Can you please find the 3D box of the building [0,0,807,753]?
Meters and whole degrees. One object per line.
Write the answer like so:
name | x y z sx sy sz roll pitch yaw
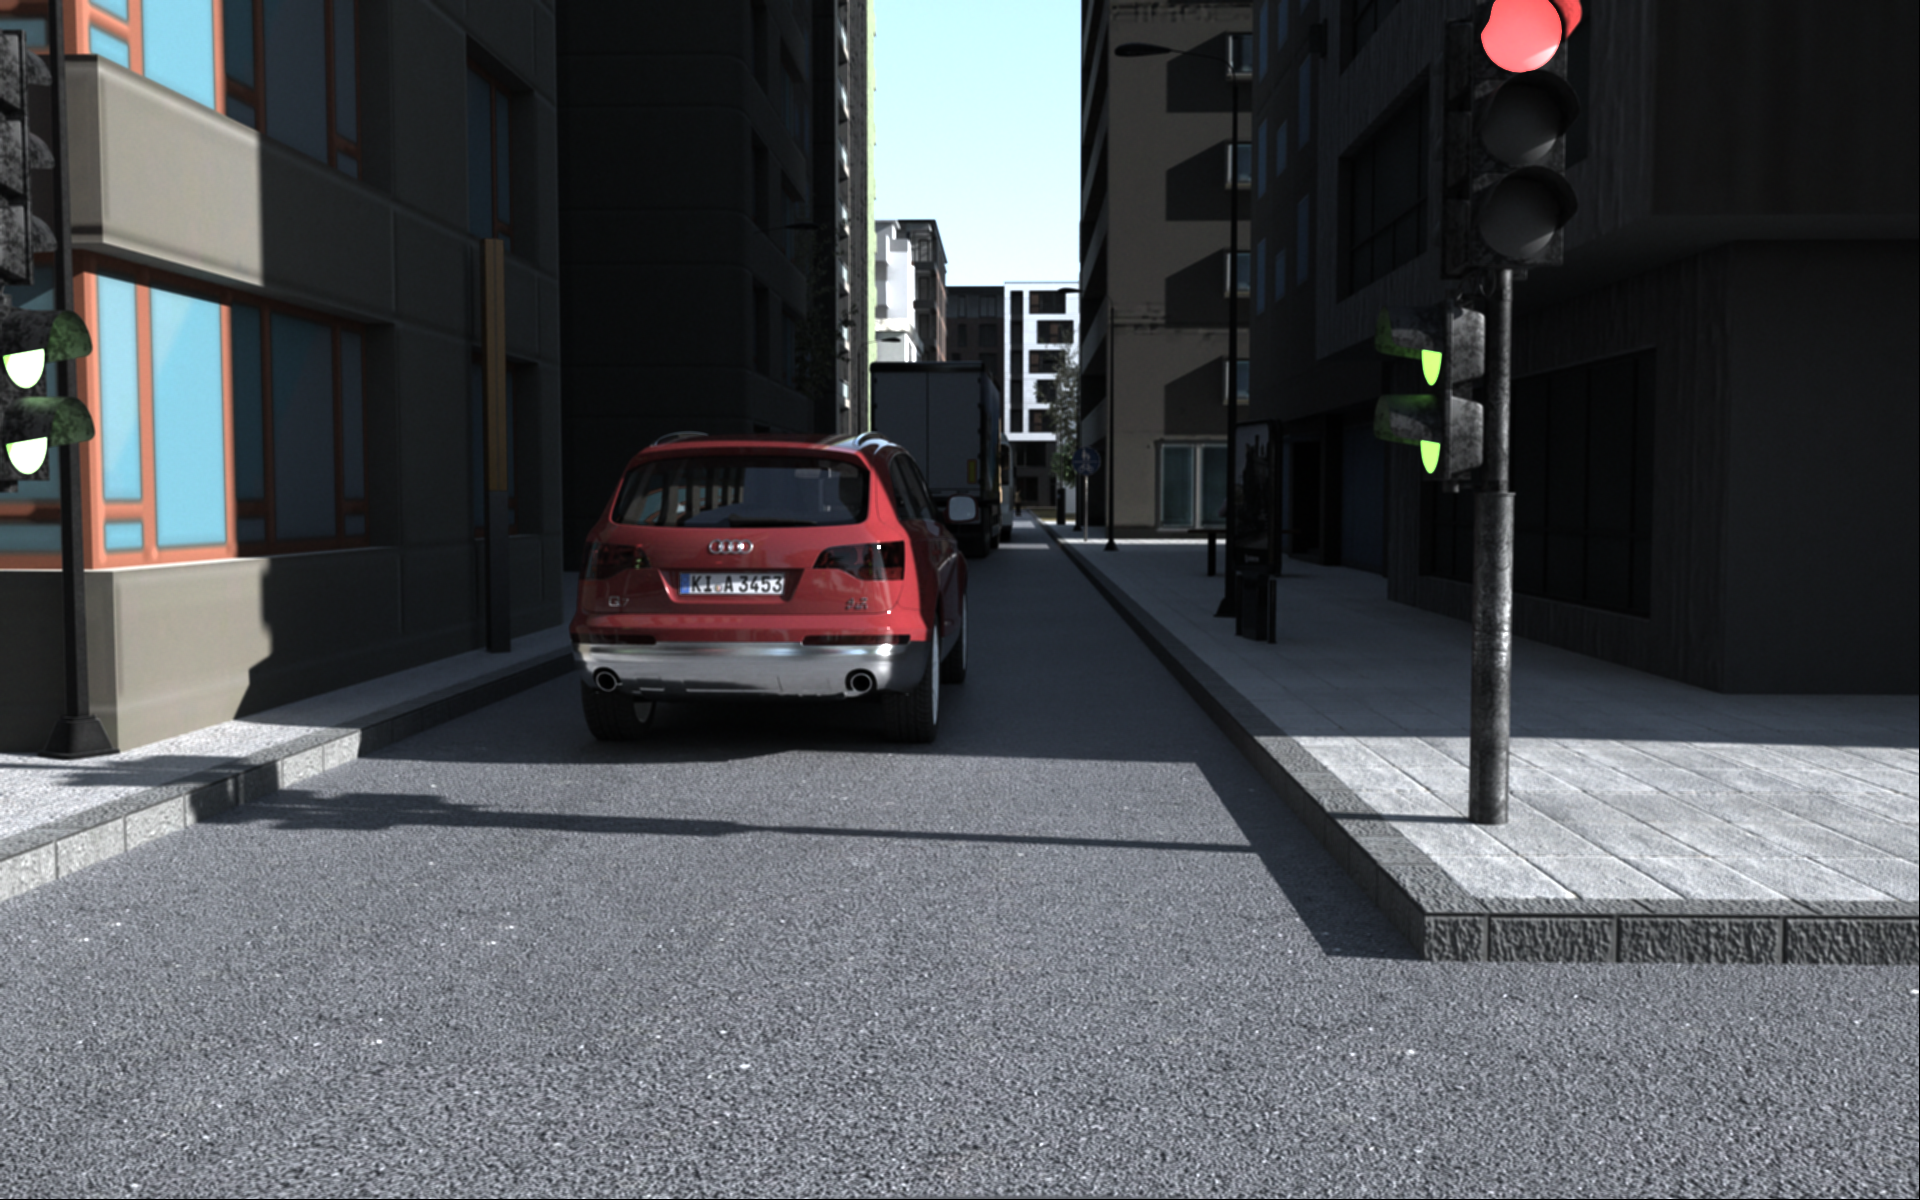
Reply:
building | -17.544 -10.869 22.748 27.650 21.520 28.899 0 4 2

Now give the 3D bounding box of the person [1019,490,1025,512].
person | 4.775 -7.978 138.937 0.705 1.824 1.348 2 4 31

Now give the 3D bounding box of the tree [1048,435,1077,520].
tree | 6.140 -6.317 86.996 4.285 4.588 4.351 0 3 0

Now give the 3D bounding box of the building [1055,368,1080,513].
building | 11.166 -10.577 115.083 9.099 9.664 28.070 0 4 2

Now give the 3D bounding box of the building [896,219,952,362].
building | -17.701 -18.316 143.447 32.646 21.610 27.936 0 4 2

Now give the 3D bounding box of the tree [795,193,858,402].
tree | -4.436 -5.658 42.874 4.360 8.622 3.978 0 3 0

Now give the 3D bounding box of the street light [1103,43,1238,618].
street light | 2.292 -2.780 17.989 1.470 5.913 1.316 0 4 2

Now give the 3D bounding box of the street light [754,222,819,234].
street light | -3.108 -3.500 29.759 1.470 5.913 1.316 0 4 2

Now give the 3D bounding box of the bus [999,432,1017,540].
bus | 0.459 -3.849 57.792 2.948 3.499 13.247 0 4 1

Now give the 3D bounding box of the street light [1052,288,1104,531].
street light | 2.887 -4.073 39.140 1.470 5.913 1.316 0 4 2

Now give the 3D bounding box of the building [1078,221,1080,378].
building | 14.589 -14.590 94.962 16.016 20.091 11.380 0 4 2

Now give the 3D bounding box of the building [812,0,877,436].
building | -11.153 -23.916 74.617 14.154 41.232 14.086 0 4 2

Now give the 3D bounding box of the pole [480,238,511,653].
pole | -3.749 -1.231 13.968 0.158 3.312 0.155 0 3 0

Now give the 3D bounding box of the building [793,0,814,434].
building | -12.205 -24.606 52.413 14.600 45.320 14.200 0 4 2

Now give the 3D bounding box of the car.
car | -1.048 -0.176 11.558 2.281 1.827 5.304 0 4 3

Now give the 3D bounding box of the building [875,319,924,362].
building | -6.588 -9.477 97.091 9.099 9.664 28.070 0 4 2

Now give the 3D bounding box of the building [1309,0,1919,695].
building | 10.950 -14.767 13.149 14.107 30.474 14.160 0 4 2

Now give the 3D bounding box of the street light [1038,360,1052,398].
street light | 3.545 -5.354 60.085 1.470 5.913 1.316 0 4 2

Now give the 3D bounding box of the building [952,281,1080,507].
building | 2.478 -20.592 180.656 32.646 21.610 27.936 0 4 2

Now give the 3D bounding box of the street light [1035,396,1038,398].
street light | 4.242 -6.663 81.476 1.470 5.913 1.316 0 4 2

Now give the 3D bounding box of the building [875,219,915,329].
building | -11.019 -15.973 117.586 16.016 20.091 11.380 0 4 2

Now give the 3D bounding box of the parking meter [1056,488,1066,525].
parking meter | 4.240 -3.927 72.624 0.372 1.533 0.369 0 3 0

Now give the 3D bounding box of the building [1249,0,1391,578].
building | 13.230 -23.284 30.802 14.600 45.320 14.200 0 4 2

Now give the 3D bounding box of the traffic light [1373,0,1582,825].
traffic light | 2.051 -1.086 6.671 0.839 4.253 0.868 0 4 2

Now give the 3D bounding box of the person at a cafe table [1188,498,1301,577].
person at a cafe table | 4.410 -1.125 26.904 1.698 1.524 1.622 1 4 13

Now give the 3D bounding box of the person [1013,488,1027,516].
person | 3.836 -6.402 113.269 0.705 1.812 1.348 -3 5 -43

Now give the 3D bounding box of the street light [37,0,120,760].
street light | -3.800 -2.189 8.328 1.470 5.913 1.316 0 4 2

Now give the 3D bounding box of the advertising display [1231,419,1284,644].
advertising display | 2.609 -0.614 15.257 0.123 1.923 0.974 -1 4 -10

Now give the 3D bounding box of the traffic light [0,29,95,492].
traffic light | -3.928 -1.096 6.837 0.839 4.253 0.868 0 4 2

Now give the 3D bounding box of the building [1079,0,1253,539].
building | 15.152 -26.564 58.021 21.300 48.544 21.600 0 4 2

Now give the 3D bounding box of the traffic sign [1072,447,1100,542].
traffic sign | 3.396 -2.851 46.719 0.768 2.556 0.104 1 4 10

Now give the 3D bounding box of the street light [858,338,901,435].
street light | -2.466 -4.838 51.641 1.470 5.913 1.316 0 4 2

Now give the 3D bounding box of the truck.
truck | -0.341 -3.265 42.293 2.839 4.237 11.283 0 4 4

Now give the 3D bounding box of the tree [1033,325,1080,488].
tree | 5.116 -7.609 74.767 4.360 8.622 3.978 0 3 0
